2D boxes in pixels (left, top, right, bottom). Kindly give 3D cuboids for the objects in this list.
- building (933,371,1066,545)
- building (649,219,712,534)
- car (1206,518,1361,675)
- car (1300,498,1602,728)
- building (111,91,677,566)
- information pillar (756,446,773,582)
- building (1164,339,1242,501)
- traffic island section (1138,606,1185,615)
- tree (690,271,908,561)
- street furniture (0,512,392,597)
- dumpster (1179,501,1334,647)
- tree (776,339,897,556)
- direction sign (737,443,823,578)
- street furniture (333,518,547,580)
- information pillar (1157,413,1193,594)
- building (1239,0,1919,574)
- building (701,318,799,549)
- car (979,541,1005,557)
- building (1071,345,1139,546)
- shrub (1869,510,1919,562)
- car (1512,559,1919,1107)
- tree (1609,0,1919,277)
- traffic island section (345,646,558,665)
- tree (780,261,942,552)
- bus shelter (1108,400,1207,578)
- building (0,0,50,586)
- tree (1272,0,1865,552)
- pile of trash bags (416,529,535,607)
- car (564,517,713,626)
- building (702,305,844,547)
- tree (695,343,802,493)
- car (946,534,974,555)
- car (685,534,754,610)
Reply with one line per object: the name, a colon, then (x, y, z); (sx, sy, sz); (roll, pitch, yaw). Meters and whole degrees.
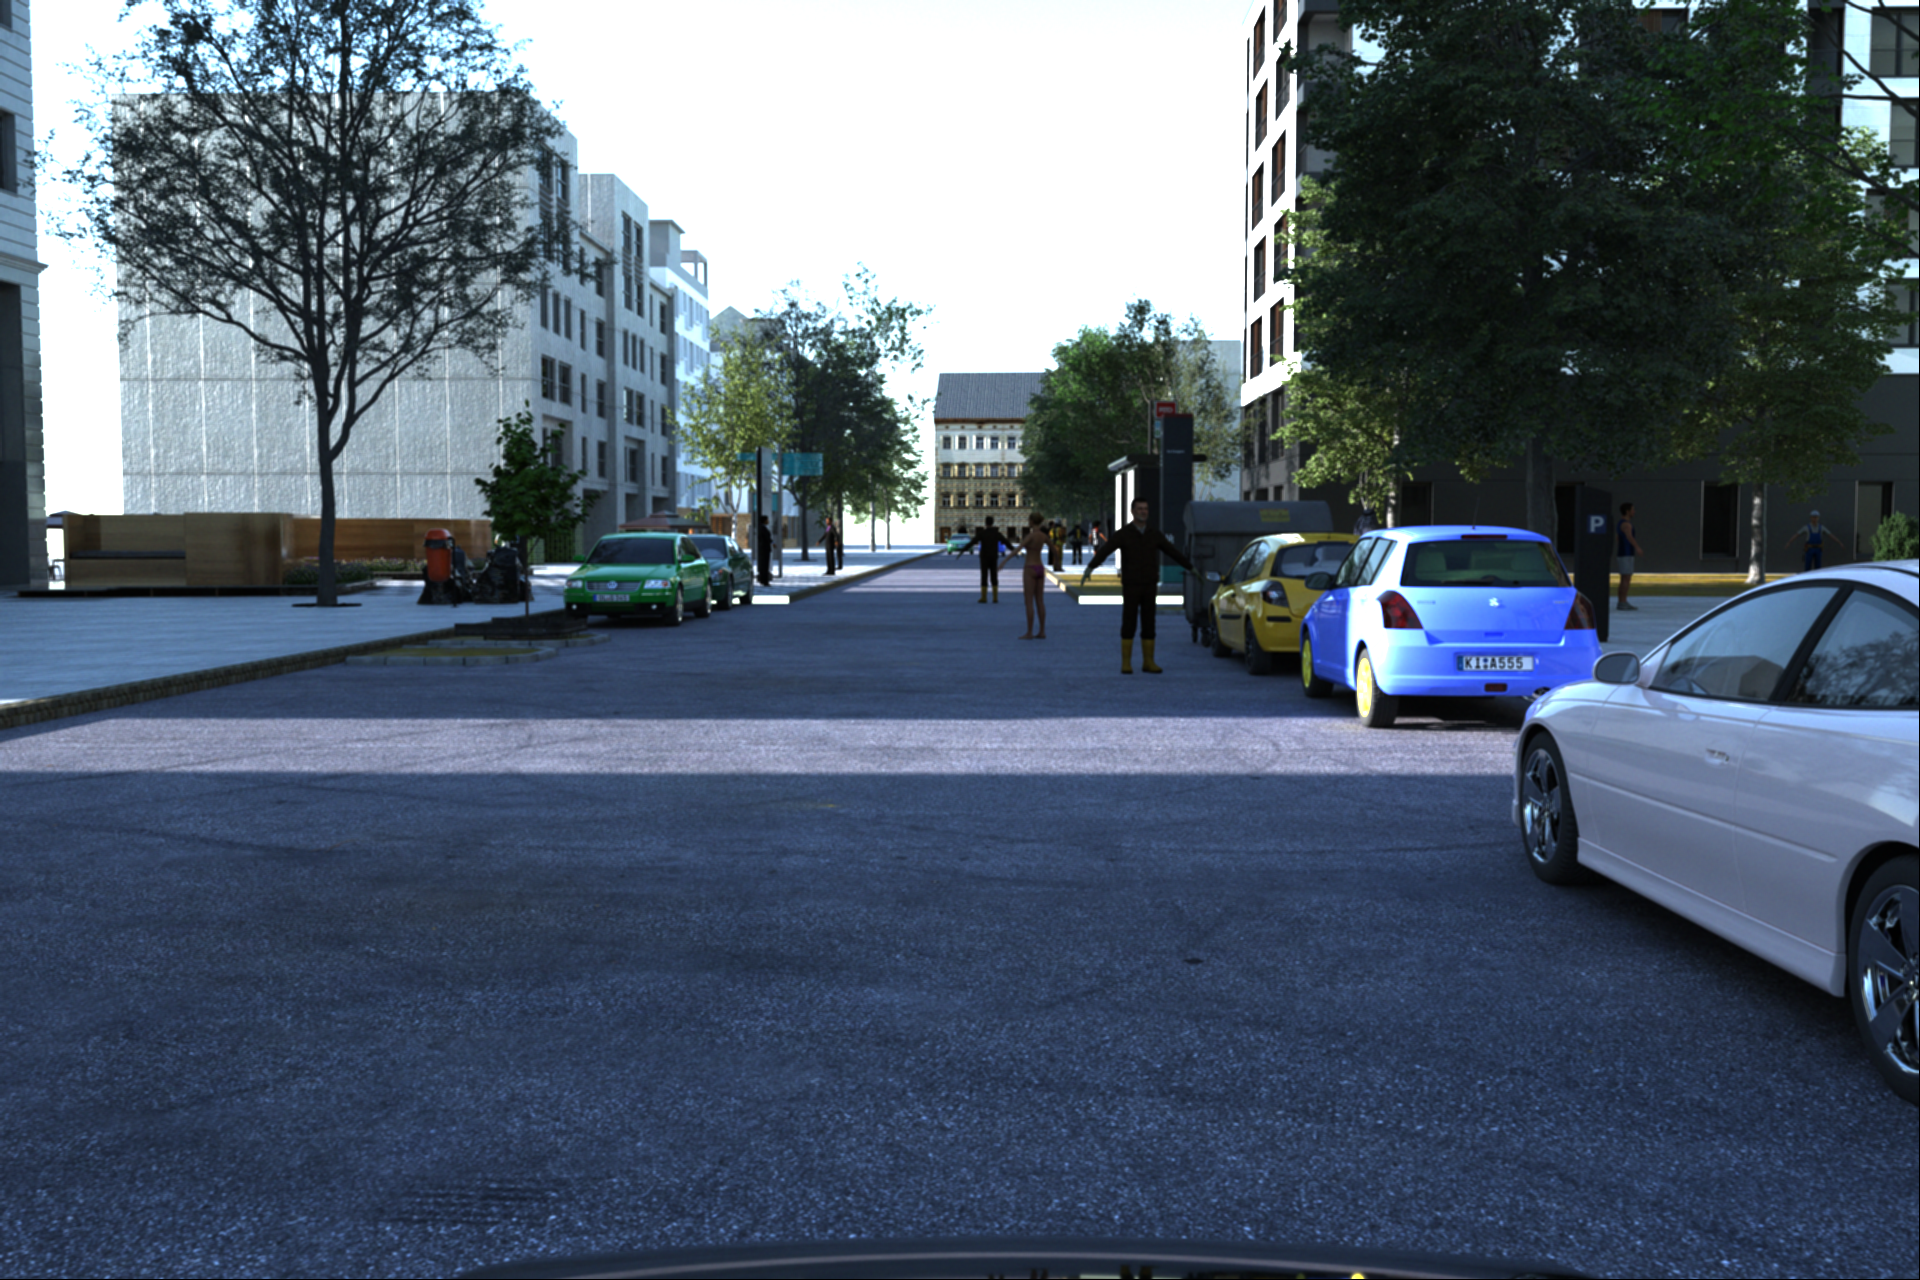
building: (6.209, -24.448, 233.114); (18.063, 23.208, 19.493); (0, 4, 4)
building: (-22.203, -15.231, 105.453); (16.016, 20.090, 11.380); (0, 4, 1)
car: (3.782, -0.537, 19.004); (2.015, 1.641, 3.980); (0, 4, 0)
car: (3.846, -0.275, 14.091); (1.945, 1.707, 3.694); (0, 4, 1)
building: (-25.267, -13.390, 85.385); (16.747, 18.905, 31.486); (0, 4, 1)
information pillar: (-5.330, -3.419, 47.212); (0.184, 3.620, 1.656); (0, 4, 3)
building: (26.870, -18.313, 165.880); (16.747, 18.905, 31.486); (0, 4, 1)
traffic island section: (4.206, -0.528, 31.505); (1.991, 0.108, 1.994); (0, 4, 2)
tree: (-7.480, -10.489, 81.868); (12.009, 13.543, 11.850); (0, 3, 0)
street furniture: (-15.701, -1.968, 39.033); (9.812, 1.723, 11.010); (-1, 4, -10)
dumpster: (3.817, -0.867, 22.387); (1.865, 1.857, 1.264); (0, 4, 0)
tree: (-7.153, -11.177, 100.872); (7.486, 12.596, 7.792); (0, 3, 0)
direction sign: (-5.279, -3.834, 51.441); (2.525, 3.948, 1.411); (0, 4, 1)
street furniture: (-16.625, -2.669, 50.492); (11.010, 1.723, 9.812); (1, 4, 10)
information pillar: (4.674, -2.941, 37.465); (0.750, 3.857, 0.750); (0, 3, 0)
building: (25.300, -13.916, 71.502); (27.936, 21.610, 32.646); (0, 4, 1)
building: (-20.639, -18.126, 152.781); (16.016, 20.090, 11.380); (0, 4, 0)
car: (2.079, -6.242, 111.655); (1.945, 1.707, 3.694); (0, 4, 1)
building: (26.463, -21.942, 202.729); (27.936, 21.610, 32.646); (0, 4, 1)
shrub: (29.296, -3.034, 54.021); (1.690, 2.028, 1.600); (0, 3, 0)
car: (3.300, 0.410, 5.660); (2.083, 1.381, 4.827); (0, 4, 0)
tree: (9.402, -5.449, 14.843); (9.928, 11.665, 9.643); (0, 3, 0)
traffic island section: (-5.720, 0.182, 19.886); (1.991, 0.108, 1.994); (0, 4, 1)
tree: (-7.274, -16.337, 122.992); (12.611, 20.169, 13.585); (0, 3, 0)
bus shelter: (5.446, -4.400, 49.576); (2.179, 5.291, 8.768); (0, 4, 0)
building: (-28.218, -15.294, 27.550); (11.434, 29.767, 29.804); (0, 4, 1)
tree: (10.005, -7.508, 29.411); (9.857, 13.997, 8.962); (0, 3, 0)
pile of trash bags: (-9.065, -1.346, 31.763); (1.912, 1.369, 3.447); (0, 4, 1)
car: (-5.203, -1.195, 28.336); (1.959, 1.807, 4.718); (0, 4, 1)
building: (-21.866, -21.074, 175.487); (19.493, 23.208, 18.063); (0, 4, 1)
tree: (-7.814, -7.077, 66.072); (4.737, 8.622, 4.395); (0, 3, 0)
car: (0.053, -6.780, 122.647); (2.131, 1.459, 4.920); (0, 4, 1)
car: (-5.192, -1.364, 34.103); (2.131, 1.459, 4.920); (0, 4, 1)
